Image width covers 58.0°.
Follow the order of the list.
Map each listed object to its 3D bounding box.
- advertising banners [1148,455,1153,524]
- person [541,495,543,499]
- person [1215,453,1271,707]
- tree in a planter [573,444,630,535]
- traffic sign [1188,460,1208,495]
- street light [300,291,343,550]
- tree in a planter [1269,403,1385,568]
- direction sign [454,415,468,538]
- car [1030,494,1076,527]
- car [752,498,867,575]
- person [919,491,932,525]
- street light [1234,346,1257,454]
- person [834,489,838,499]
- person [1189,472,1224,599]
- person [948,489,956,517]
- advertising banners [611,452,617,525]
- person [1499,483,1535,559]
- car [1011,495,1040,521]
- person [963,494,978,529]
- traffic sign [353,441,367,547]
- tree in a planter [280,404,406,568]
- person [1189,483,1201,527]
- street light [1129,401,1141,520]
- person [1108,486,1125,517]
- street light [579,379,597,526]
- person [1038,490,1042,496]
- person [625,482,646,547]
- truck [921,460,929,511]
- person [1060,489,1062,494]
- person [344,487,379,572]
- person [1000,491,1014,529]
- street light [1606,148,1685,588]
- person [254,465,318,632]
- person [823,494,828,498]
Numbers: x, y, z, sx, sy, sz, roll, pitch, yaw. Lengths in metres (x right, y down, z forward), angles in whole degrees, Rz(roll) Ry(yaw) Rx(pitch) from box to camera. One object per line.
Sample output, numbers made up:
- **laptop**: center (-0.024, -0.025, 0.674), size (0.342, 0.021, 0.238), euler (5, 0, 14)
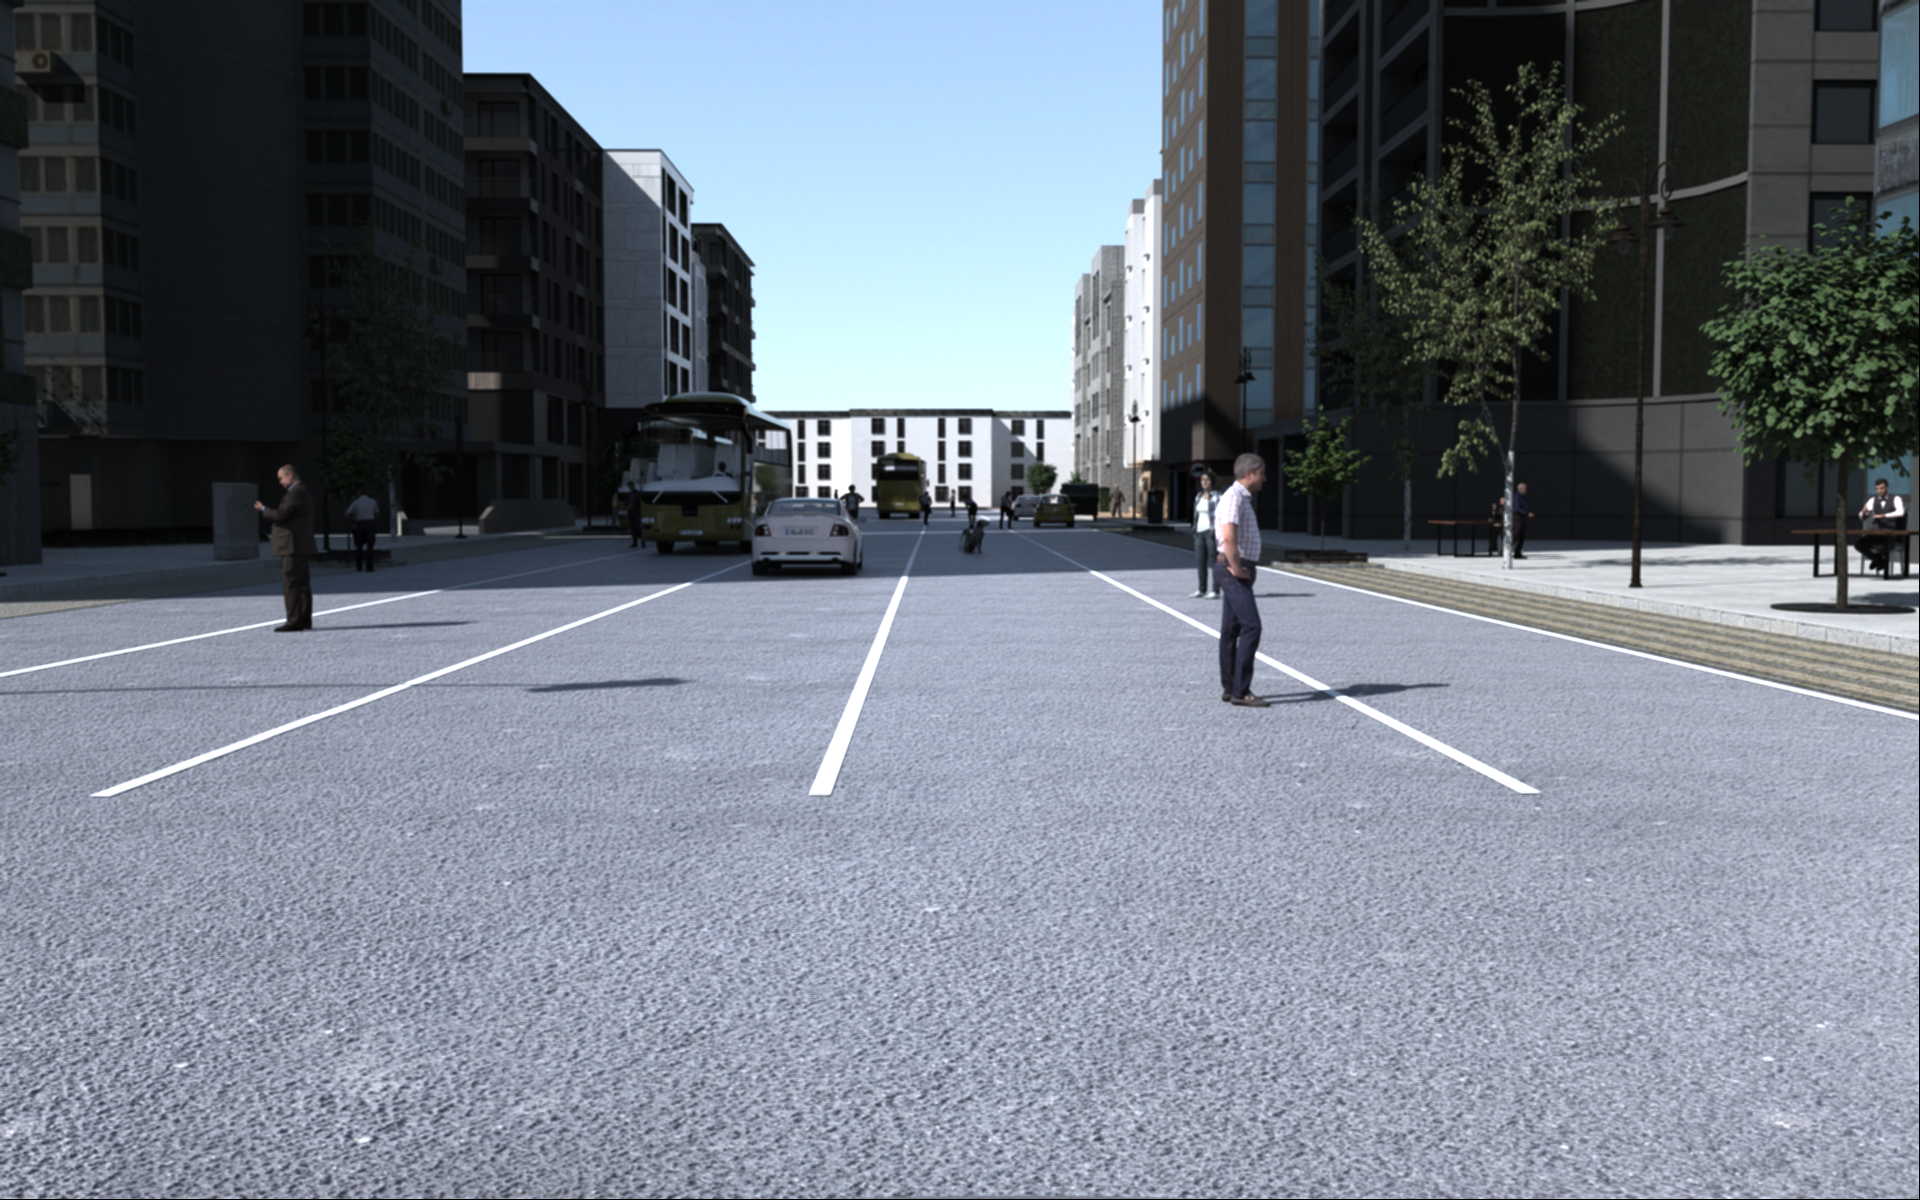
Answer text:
- **advertising banners**: center (8.403, -4.895, 76.226), size (0.090, 3.025, 2.074), euler (1, 4, 12)
- **person**: center (-19.125, -4.411, 80.223), size (0.516, 1.574, 0.319), euler (-1, 4, -10)
- **person**: center (1.971, -0.151, 11.909), size (0.436, 1.711, 0.756), euler (1, 4, 20)
- **tree in a planter**: center (-12.514, -3.920, 61.321), size (1.991, 3.239, 1.994), euler (0, 4, -1)
- **traffic sign**: center (8.775, -3.904, 63.940), size (0.768, 2.556, 0.104), euler (0, 4, 3)
- **street light**: center (-14.558, -4.088, 39.631), size (0.468, 5.910, 1.993), euler (0, 4, -1)
- **tree in a planter**: center (7.175, -2.261, 34.184), size (1.991, 3.239, 1.994), euler (0, 4, -1)
- **direction sign**: center (-14.468, -3.554, 50.098), size (0.379, 3.537, 0.876), euler (-2, 4, -27)
- **car**: center (4.101, -4.022, 75.984), size (2.015, 1.641, 3.980), euler (0, 4, 1)
- **car**: center (-2.780, -1.202, 32.012), size (2.083, 1.381, 4.827), euler (0, 4, -1)
- **person**: center (-1.588, -4.259, 80.352), size (0.614, 1.554, 0.590), euler (1, 4, 23)
- **street light**: center (8.921, -4.988, 54.338), size (0.468, 5.910, 1.993), euler (0, 4, -1)
- **person**: center (-9.655, -7.767, 135.512), size (0.705, 1.821, 1.348), euler (0, 4, 0)
- **person**: center (3.426, -0.887, 23.730), size (0.376, 1.734, 0.841), euler (-2, 4, -32)
- **person**: center (-0.529, -6.162, 110.029), size (0.721, 1.735, 1.217), euler (-1, 4, -17)
- **advertising banners**: center (-14.362, -4.644, 72.111), size (0.090, 3.025, 2.074), euler (0, 4, -4)
- **person**: center (11.038, -1.551, 34.088), size (0.574, 1.496, 0.600), euler (-3, 4, -39)
- **car**: center (3.769, -5.040, 94.769), size (2.083, 1.381, 4.827), euler (0, 4, -1)
- **person**: center (0.403, -3.670, 71.740), size (0.697, 1.427, 0.421), euler (3, 5, 43)
- **traffic sign**: center (-14.630, -2.553, 41.849), size (0.768, 2.556, 0.104), euler (0, 4, 7)
- **tree in a planter**: center (-12.166, -2.273, 34.380), size (1.991, 3.239, 1.994), euler (0, 4, -1)
- **person**: center (9.109, -3.663, 66.617), size (0.600, 1.739, 0.565), euler (-3, 5, -43)
- **street light**: center (8.501, -6.821, 84.317), size (0.468, 5.910, 1.993), euler (0, 4, -1)
- **person**: center (8.672, -5.451, 95.726), size (0.990, 1.755, 0.434), euler (2, 4, 26)
- **street light**: center (-14.934, -5.922, 69.612), size (0.468, 5.910, 1.993), euler (0, 4, -1)
- **person**: center (5.663, -6.747, 119.596), size (0.721, 1.735, 1.217), euler (-1, 4, -13)
- **person**: center (-8.751, -2.299, 46.538), size (0.683, 1.767, 0.568), euler (1, 4, 19)
- **truck**: center (-4.181, -9.784, 148.884), size (2.839, 4.237, 11.283), euler (0, 4, 0)
- **person**: center (5.359, -5.041, 91.854), size (0.436, 1.711, 0.756), euler (-2, 4, -34)
- **person**: center (-11.067, -1.305, 32.056), size (0.614, 1.554, 0.590), euler (-1, 4, -18)
- **person**: center (1.937, -3.720, 71.530), size (0.590, 1.554, 0.614), euler (3, 5, 41)
- **street light**: center (9.283, -3.109, 23.615), size (0.468, 5.910, 1.993), euler (0, 4, -1)
- **person**: center (-7.074, -0.552, 18.220), size (0.600, 1.739, 0.565), euler (-3, 4, -39)
- **person**: center (-10.796, -7.733, 138.126), size (0.799, 1.438, 0.628), euler (2, 4, 33)
